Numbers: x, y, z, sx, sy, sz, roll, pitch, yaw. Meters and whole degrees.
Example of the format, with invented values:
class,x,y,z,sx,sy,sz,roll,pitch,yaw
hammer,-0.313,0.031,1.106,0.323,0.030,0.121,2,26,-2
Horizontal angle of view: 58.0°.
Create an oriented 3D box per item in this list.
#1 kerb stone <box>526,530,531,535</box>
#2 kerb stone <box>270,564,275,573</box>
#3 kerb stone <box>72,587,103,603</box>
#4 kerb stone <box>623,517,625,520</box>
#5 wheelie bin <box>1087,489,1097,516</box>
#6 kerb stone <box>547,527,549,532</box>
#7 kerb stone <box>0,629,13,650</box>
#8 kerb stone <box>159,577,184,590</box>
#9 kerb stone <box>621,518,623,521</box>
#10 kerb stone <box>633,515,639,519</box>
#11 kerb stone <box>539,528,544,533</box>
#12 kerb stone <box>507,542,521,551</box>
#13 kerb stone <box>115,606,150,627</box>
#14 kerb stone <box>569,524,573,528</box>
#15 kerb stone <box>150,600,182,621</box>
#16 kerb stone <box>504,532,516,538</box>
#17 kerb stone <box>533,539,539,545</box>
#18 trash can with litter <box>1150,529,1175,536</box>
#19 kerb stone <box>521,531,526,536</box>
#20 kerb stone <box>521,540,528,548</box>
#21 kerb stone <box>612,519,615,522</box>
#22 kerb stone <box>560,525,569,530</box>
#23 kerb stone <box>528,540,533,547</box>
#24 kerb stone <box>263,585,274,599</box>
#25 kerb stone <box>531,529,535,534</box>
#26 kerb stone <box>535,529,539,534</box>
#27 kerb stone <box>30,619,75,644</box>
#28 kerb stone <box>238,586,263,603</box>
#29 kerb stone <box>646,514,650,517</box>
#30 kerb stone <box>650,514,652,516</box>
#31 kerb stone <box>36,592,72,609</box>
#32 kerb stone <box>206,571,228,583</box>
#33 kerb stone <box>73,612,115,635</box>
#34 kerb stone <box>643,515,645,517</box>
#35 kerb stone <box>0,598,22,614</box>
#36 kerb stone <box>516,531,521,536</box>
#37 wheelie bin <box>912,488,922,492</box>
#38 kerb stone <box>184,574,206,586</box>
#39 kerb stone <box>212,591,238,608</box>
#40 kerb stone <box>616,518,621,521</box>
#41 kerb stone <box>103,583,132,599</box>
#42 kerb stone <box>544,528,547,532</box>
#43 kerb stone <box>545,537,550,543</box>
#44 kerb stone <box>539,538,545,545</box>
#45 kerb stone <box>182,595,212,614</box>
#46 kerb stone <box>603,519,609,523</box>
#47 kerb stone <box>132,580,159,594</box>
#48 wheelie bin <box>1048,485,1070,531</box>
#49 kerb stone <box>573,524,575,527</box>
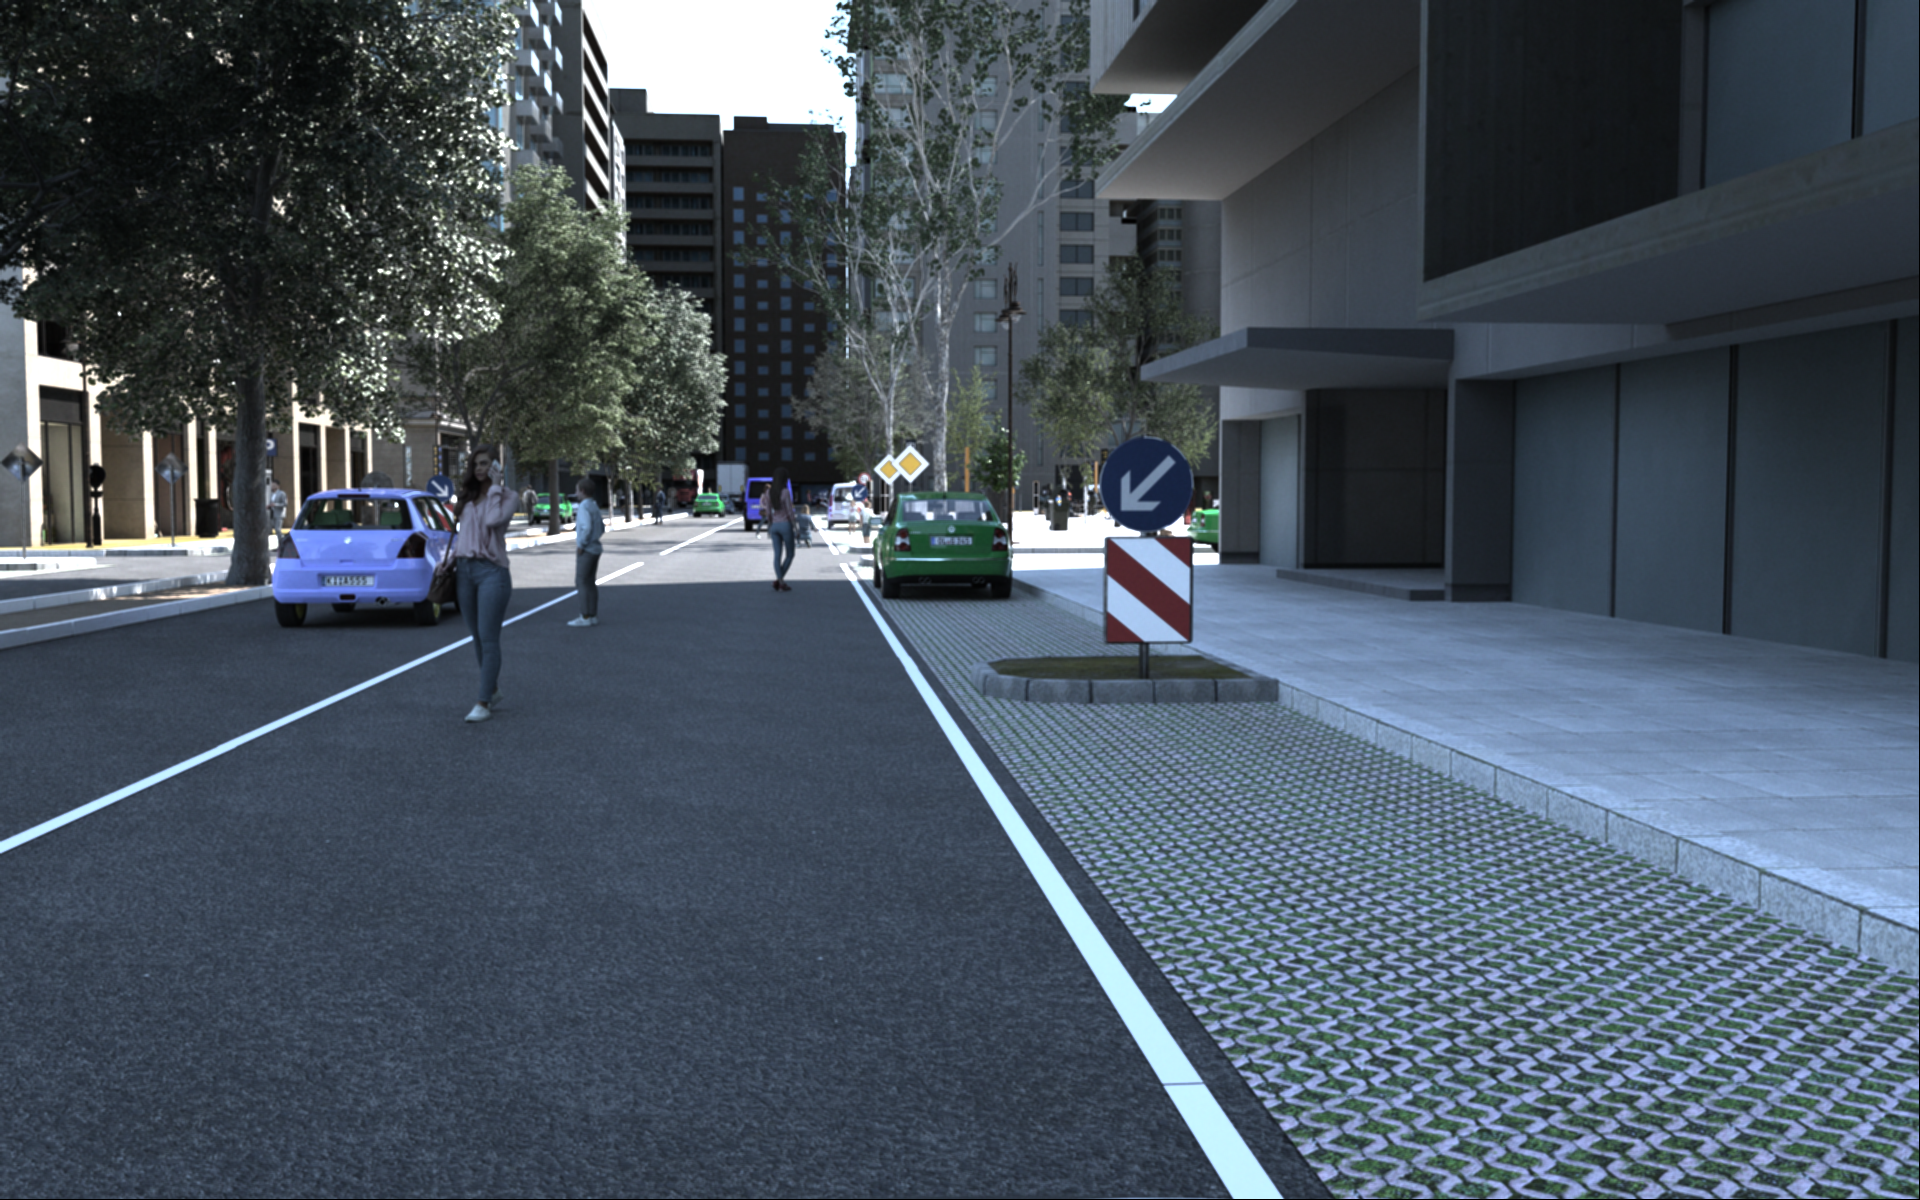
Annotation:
class,x,y,z,sx,sy,sz,roll,pitch,yaw
kerb stone,-15.157,-2.326,60.219,0.120,0.150,1.000,0,4,-5
kerb stone,-12.416,-0.544,31.108,0.120,0.150,1.000,0,4,-5
kerb stone,-11.648,-0.045,22.938,0.120,0.150,1.000,0,4,-5
kerb stone,-18.239,-4.321,92.881,0.120,0.150,1.000,0,4,-5
wheelie bin,7.724,-5.770,102.254,0.693,1.594,0.980,0,4,8
kerb stone,-15.644,-2.637,65.313,0.120,0.150,1.000,0,4,-5
kerb stone,-8.879,0.382,15.956,0.120,0.150,1.000,0,4,-5
kerb stone,-11.938,-0.233,26.005,0.120,0.150,1.000,0,4,-5
kerb stone,-18.135,-4.261,91.864,0.120,0.150,1.000,0,4,-5
kerb stone,-19.198,-4.947,103.080,0.120,0.150,1.000,0,4,-5
kerb stone,-15.444,-2.508,63.279,0.120,0.150,1.000,0,4,-5
kerb stone,-11.631,-1.402,45.119,0.120,0.150,1.000,0,4,-5
kerb stone,-9.171,0.194,19.018,0.120,0.150,1.000,0,4,-5
kerb stone,-16.212,-3.012,71.433,0.120,0.150,1.000,0,4,-5
kerb stone,-9.266,0.132,20.036,0.120,0.150,1.000,0,4,-5
kerb stone,-14.864,-2.131,57.155,0.120,0.150,1.000,0,4,-5
kerb stone,-11.924,-1.589,48.172,0.120,0.150,1.000,0,4,-5
trash can with litter,5.647,-2.317,49.264,1.055,1.170,0.624,3,5,39
kerb stone,-15.056,-2.260,59.190,0.120,0.150,1.000,0,4,-5
kerb stone,-11.724,-1.463,46.137,0.120,0.150,1.000,0,4,-5
kerb stone,-17.747,-4.012,87.784,0.120,0.150,1.000,0,4,-5
kerb stone,-16.114,-2.948,70.403,0.120,0.150,1.000,0,4,-5
kerb stone,-11.822,-1.527,47.155,0.120,0.150,1.000,0,4,-5
kerb stone,-9.649,-0.118,24.127,0.120,0.150,1.000,0,4,-5
kerb stone,-15.253,-2.388,61.237,0.120,0.150,1.000,0,4,-5
kerb stone,-15.348,-2.450,62.255,0.120,0.150,1.000,0,4,-5
kerb stone,-8.976,0.326,16.974,0.120,0.150,1.000,0,4,-5
kerb stone,-9.555,-0.053,23.107,0.120,0.150,1.000,0,4,-5
kerb stone,-19.780,-5.322,109.202,0.120,0.150,1.000,0,4,-5
kerb stone,-19.864,-5.383,110.221,0.120,0.150,1.000,0,4,-5
kerb stone,-11.548,0.017,21.920,0.120,0.150,1.000,0,4,-5
kerb stone,-12.125,-0.358,28.047,0.120,0.150,1.000,0,4,-5
kerb stone,-9.065,0.259,18.002,0.120,0.150,1.000,0,4,-5
kerb stone,-19.383,-5.072,105.124,0.120,0.150,1.000,0,4,-5
kerb stone,-11.459,0.080,20.894,0.120,0.150,1.000,0,4,-5
kerb stone,-14.970,-2.200,58.171,0.120,0.150,1.000,0,4,-5
wheelie bin,-2.282,-5.043,90.359,0.693,1.594,0.980,-3,5,-42
kerb stone,-12.033,-0.293,27.029,0.120,0.150,1.000,0,4,-5
kerb stone,-9.461,0.012,22.080,0.120,0.150,1.000,0,4,-5
kerb stone,-18.043,-4.199,90.841,0.120,0.150,1.000,0,4,-5
kerb stone,-11.743,-0.106,23.963,0.120,0.150,1.000,0,4,-5
kerb stone,-15.544,-2.575,64.296,0.120,0.150,1.000,0,4,-5
kerb stone,-12.106,-1.711,50.208,0.120,0.150,1.000,0,4,-5
kerb stone,-12.001,-1.651,49.191,0.120,0.150,1.000,0,4,-5
kerb stone,-9.361,0.071,21.062,0.120,0.150,1.000,0,4,-5
kerb stone,-17.657,-3.948,86.749,0.120,0.150,1.000,0,4,-5
kerb stone,-11.841,-0.170,24.988,0.120,0.150,1.000,0,4,-5
wheelie bin,3.451,-3.194,60.125,0.693,1.594,0.980,-1,4,-14
kerb stone,-16.305,-3.074,72.454,0.120,0.150,1.000,0,4,-5
